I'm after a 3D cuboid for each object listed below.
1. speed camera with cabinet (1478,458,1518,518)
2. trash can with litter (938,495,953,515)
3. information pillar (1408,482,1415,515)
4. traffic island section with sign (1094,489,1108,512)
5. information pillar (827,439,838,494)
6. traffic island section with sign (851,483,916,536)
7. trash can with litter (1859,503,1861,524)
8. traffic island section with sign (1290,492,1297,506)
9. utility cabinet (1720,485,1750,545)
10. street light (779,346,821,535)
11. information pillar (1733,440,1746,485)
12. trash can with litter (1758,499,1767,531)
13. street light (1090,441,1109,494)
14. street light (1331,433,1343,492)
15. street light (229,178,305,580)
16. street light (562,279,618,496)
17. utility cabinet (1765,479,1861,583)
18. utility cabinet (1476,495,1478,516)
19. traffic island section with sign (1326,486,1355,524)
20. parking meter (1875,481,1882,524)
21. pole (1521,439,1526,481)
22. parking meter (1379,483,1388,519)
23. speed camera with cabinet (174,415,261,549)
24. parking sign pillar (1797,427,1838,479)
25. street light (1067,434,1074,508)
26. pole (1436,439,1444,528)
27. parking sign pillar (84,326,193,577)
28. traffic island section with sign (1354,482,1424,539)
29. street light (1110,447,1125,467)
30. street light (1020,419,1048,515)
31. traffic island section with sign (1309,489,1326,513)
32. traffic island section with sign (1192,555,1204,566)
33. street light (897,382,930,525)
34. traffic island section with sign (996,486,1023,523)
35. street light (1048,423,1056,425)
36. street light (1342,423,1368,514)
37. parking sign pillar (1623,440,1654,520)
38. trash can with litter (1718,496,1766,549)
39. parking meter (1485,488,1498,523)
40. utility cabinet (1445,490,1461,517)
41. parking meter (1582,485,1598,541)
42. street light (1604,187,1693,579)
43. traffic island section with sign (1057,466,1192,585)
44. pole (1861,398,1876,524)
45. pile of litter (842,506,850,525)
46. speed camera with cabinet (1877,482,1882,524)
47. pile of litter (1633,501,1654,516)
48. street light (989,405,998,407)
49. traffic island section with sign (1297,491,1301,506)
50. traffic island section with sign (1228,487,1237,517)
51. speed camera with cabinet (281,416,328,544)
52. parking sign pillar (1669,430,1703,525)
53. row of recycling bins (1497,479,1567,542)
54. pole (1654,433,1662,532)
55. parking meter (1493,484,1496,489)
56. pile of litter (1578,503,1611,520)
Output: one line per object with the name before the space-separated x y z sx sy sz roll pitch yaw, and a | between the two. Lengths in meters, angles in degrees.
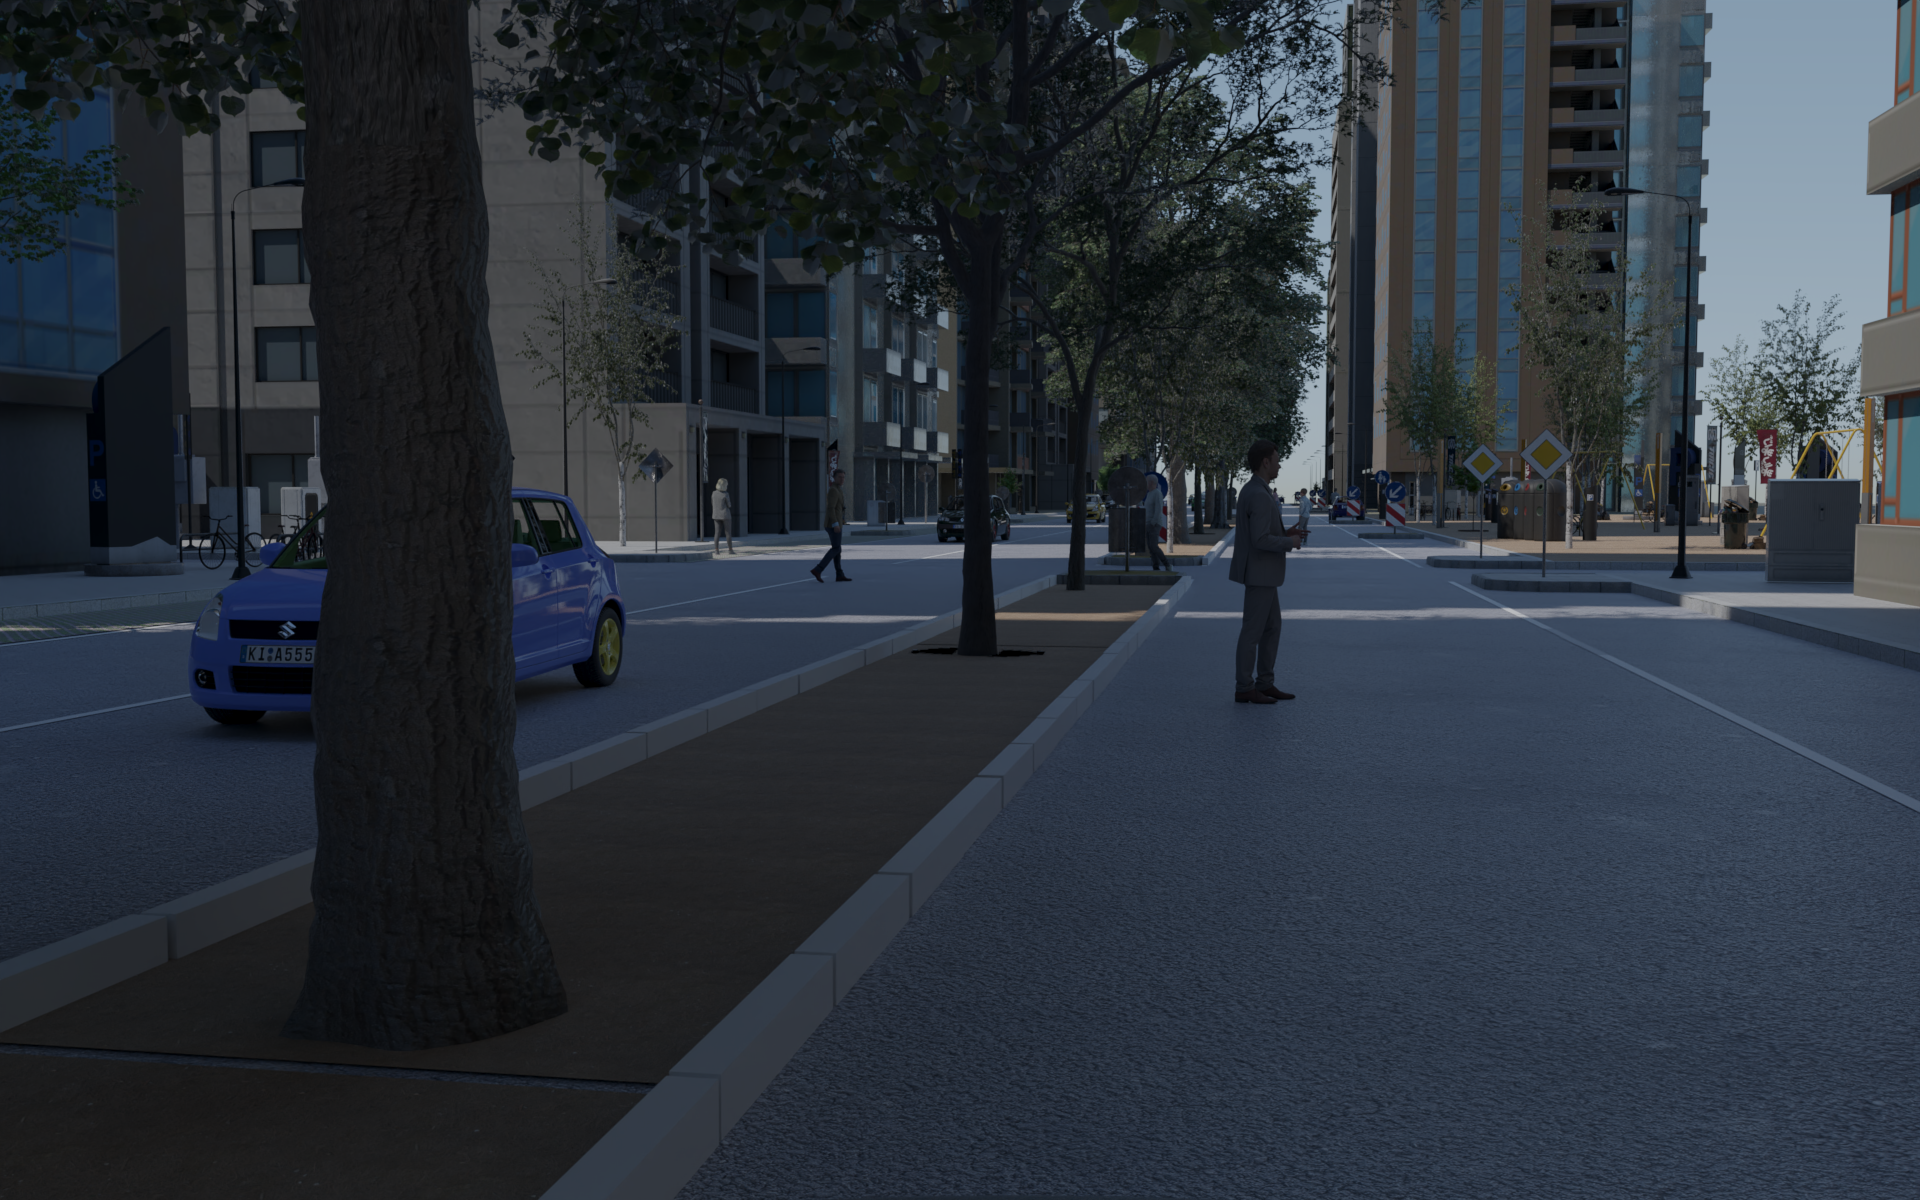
speed camera with cabinet | 29.305 -6.120 94.397 0.660 3.252 2.038 -3 5 -45
trash can with litter | -0.657 -5.958 108.475 1.678 1.210 2.233 -2 4 -24
information pillar | 27.099 -6.083 103.947 0.304 2.012 0.304 0 4 7
traffic island section with sign | 10.902 -7.783 135.885 1.989 1.847 2.006 1 4 10
information pillar | -5.368 -5.006 73.210 0.504 3.616 0.183 1 4 15
traffic island section with sign | -2.600 -3.145 60.043 1.989 1.847 2.006 1 4 10
trash can with litter | 27.403 -2.554 53.147 1.055 1.170 0.624 -3 5 -40
traffic island section with sign | 41.929 -12.517 213.277 1.989 1.847 2.006 1 4 10
utility cabinet | 19.008 -2.071 42.535 0.318 1.500 1.173 0 4 7
street light | -5.063 -5.027 54.730 1.470 5.913 1.316 1 4 10
information pillar | 33.675 -5.107 74.848 0.504 3.616 0.183 -1 4 -8
trash can with litter | 28.684 -2.999 60.086 2.233 1.210 1.678 0 4 3
street light | 11.773 -10.770 148.630 1.470 5.913 1.316 1 4 10
street light | 28.991 -9.682 130.844 1.470 5.913 1.316 1 4 10
street light | -10.232 -3.251 25.687 1.470 5.913 1.316 1 4 10
street light | -8.070 -3.979 37.596 1.470 5.913 1.316 1 4 10
utility cabinet | 12.283 -0.996 24.957 1.173 1.500 0.318 1 4 18
utility cabinet | 30.982 -5.642 103.405 0.306 1.237 1.020 1 4 11
traffic island section with sign | 18.773 -4.568 83.310 1.989 1.847 2.006 1 4 10
parking meter | 17.785 -1.519 33.254 0.372 1.533 0.369 0 3 0
pole | 20.941 -4.316 64.406 0.158 3.312 0.155 0 3 0
parking meter | 21.643 -5.071 88.619 0.399 1.863 0.255 0 4 -3
speed camera with cabinet | -17.506 -2.831 40.618 2.038 3.252 0.660 1 4 9
parking sign pillar | 33.702 -4.916 68.854 1.447 3.967 1.447 -3 5 -45
street light | 8.725 -9.722 131.503 1.470 5.913 1.316 1 4 10
pole | 17.931 -4.333 64.682 0.158 3.312 0.155 0 3 0
parking sign pillar | -13.121 -2.382 27.419 1.447 3.967 1.447 2 4 23
traffic island section with sign | 13.921 -2.899 56.024 1.989 1.847 2.006 1 4 10
street light | 14.821 -11.836 166.055 1.470 5.913 1.316 1 4 10
street light | 4.466 -8.252 107.463 1.470 5.913 1.316 1 4 10
traffic island section with sign | 27.611 -7.603 132.932 1.989 1.847 2.006 1 4 10
traffic island section with sign | 3.965 -1.665 35.355 2.006 1.907 1.989 1 4 10
street light | -1.929 -6.089 72.091 1.470 5.913 1.316 1 4 10
traffic island section with sign | 2.122 -4.768 86.583 1.989 1.847 2.006 1 4 10
street light | 5.578 -8.623 113.528 1.470 5.913 1.316 1 4 10
street light | 26.025 -8.618 113.440 1.470 5.913 1.316 1 4 10
parking sign pillar | 33.712 -5.964 85.981 1.447 3.967 1.447 1 4 21
trash can with litter | 18.309 -1.775 40.405 1.055 1.170 0.624 0 4 3
parking meter | 25.666 -4.624 84.021 0.372 1.533 0.369 0 3 0
utility cabinet | 26.882 -5.262 94.708 0.318 1.500 1.173 -2 4 -25
parking meter | 17.370 -2.405 47.740 0.372 1.533 0.369 0 3 0
street light | 10.456 -3.289 26.311 1.470 5.913 1.316 1 4 10
traffic island section with sign | 2.656 -1.219 28.064 2.006 1.907 1.989 1 4 10
pole | 19.360 -2.635 36.931 0.158 3.312 0.155 0 3 0
pile of litter | -5.191 -3.554 72.067 1.176 0.858 1.719 -1 4 -15
speed camera with cabinet | 13.217 -1.764 23.175 0.660 3.252 2.038 -1 4 -9
pile of litter | 40.828 -5.424 102.642 1.176 0.858 1.719 -3 5 -43
street light | 1.294 -7.206 90.358 1.470 5.913 1.316 1 4 10
traffic island section with sign | 32.385 -9.237 159.659 1.989 1.847 2.006 1 4 10
traffic island section with sign | 17.135 -6.190 109.335 2.006 1.907 1.989 1 4 10
speed camera with cabinet | -16.188 -2.991 43.237 0.660 3.252 2.038 0 4 7
parking sign pillar | 30.164 -5.111 72.043 1.447 3.967 1.447 -2 4 -26
row of recycling bins | 15.988 -2.519 48.303 1.069 1.692 3.534 0 4 -3
pole | 23.343 -3.919 57.917 0.158 3.312 0.155 0 3 0
parking meter | 32.361 -6.084 105.179 0.255 1.863 0.399 2 4 25
pile of litter | 31.067 -4.329 84.742 1.719 0.858 1.176 0 4 5
